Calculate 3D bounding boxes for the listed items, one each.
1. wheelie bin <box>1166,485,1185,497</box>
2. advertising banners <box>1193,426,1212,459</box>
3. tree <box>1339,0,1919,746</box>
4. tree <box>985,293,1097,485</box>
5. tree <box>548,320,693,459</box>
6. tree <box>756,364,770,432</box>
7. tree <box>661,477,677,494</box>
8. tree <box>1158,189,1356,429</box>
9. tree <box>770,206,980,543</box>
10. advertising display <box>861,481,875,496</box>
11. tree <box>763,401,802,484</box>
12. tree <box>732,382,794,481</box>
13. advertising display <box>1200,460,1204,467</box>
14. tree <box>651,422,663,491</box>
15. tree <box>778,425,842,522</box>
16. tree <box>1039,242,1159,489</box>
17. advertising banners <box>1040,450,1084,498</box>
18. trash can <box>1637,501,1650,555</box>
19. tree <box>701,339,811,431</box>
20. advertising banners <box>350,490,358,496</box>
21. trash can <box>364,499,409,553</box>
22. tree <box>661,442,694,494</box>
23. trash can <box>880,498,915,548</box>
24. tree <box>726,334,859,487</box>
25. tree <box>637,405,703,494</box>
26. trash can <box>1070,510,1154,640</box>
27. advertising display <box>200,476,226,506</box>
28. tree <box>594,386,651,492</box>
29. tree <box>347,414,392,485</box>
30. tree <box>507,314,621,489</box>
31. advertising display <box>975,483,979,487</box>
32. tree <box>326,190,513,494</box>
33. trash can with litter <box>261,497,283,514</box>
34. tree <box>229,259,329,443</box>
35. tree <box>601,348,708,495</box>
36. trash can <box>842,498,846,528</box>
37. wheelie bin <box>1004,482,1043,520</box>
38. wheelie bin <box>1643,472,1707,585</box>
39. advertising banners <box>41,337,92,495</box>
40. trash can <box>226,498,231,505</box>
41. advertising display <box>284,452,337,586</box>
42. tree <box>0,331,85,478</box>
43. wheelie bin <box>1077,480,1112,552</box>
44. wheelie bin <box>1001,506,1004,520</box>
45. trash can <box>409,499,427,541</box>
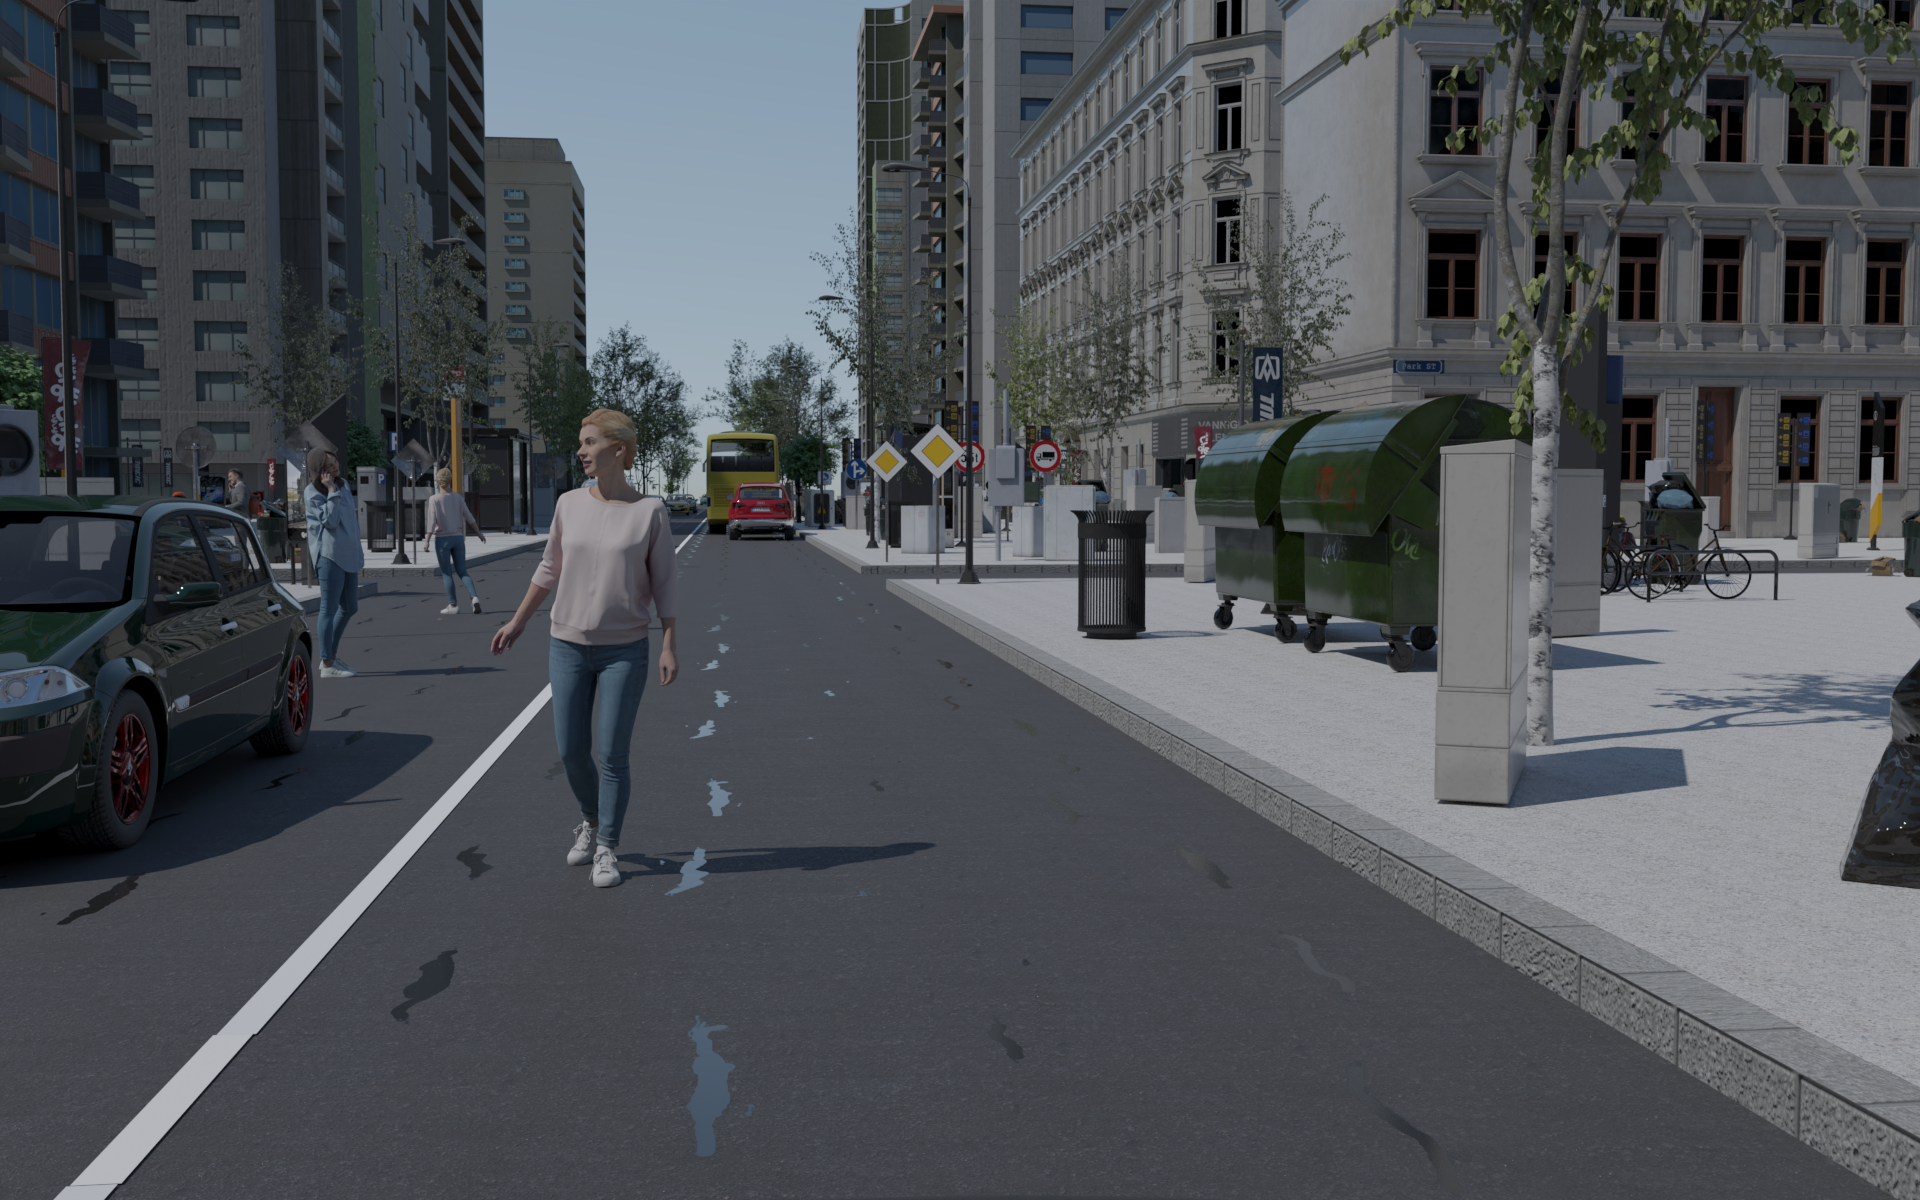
[{"bbox_3d":[7.522,-3.178,59.861,0.693,1.594,0.980,2,4,34],"label":"wheelie bin"},{"bbox_3d":[6.911,-2.937,44.213,2.074,3.025,0.090,2,4,30],"label":"advertising banners"},{"bbox_3d":[3.199,-3.564,8.632,4.737,8.622,4.395,0,3,0],"label":"tree"},{"bbox_3d":[2.803,-6.895,63.104,4.737,8.622,4.395,0,3,0],"label":"tree"},{"bbox_3d":[-18.676,-9.689,92.820,7.601,10.594,8.767,2,4,25],"label":"tree"},{"bbox_3d":[-8.572,-8.544,90.057,4.360,8.622,3.978,0,3,0],"label":"tree"},{"bbox_3d":[-30.443,-11.493,182.504,1.663,3.219,1.824,0,3,0],"label":"tree"},{"bbox_3d":[7.468,-5.550,41.101,4.360,8.622,3.978,0,3,0],"label":"tree"},{"bbox_3d":[-1.941,-5.786,44.958,4.360,8.622,3.978,0,3,0],"label":"tree"},{"bbox_3d":[-4.612,-5.065,88.031,0.974,1.923,0.123,1,4,13],"label":"advertising display"},{"bbox_3d":[-13.323,-11.171,133.010,4.737,8.622,4.395,0,3,0],"label":"tree"},{"bbox_3d":[-19.512,-15.618,173.477,7.486,12.596,7.792,0,3,0],"label":"tree"},{"bbox_3d":[4.881,-1.710,33.170,0.123,1.923,0.974,3,4,38],"label":"advertising display"},{"bbox_3d":[-22.646,-10.492,121.900,4.360,8.622,3.978,0,3,0],"label":"tree"},{"bbox_3d":[-6.974,-5.970,81.315,4.285,4.588,4.351,0,3,0],"label":"tree"},{"bbox_3d":[4.266,-6.177,51.350,4.360,8.622,3.978,0,3,0],"label":"tree"},{"bbox_3d":[3.930,-4.395,68.052,2.074,3.025,0.090,-1,4,-21],"label":"advertising banners"},{"bbox_3d":[14.761,-1.536,36.767,0.748,1.137,0.748,0,3,0],"label":"trash can"},{"bbox_3d":[-24.827,-21.800,212.312,12.611,20.169,13.585,0,3,0],"label":"tree"},{"bbox_3d":[-22.170,-4.093,63.112,2.074,3.025,0.090,-2,4,-29],"label":"advertising banners"},{"bbox_3d":[-12.723,-1.616,38.082,0.748,1.137,0.748,0,3,0],"label":"trash can"},{"bbox_3d":[-40.248,-17.996,244.600,4.737,8.622,4.395,0,3,0],"label":"tree"},{"bbox_3d":[-1.437,-1.812,41.284,0.748,1.137,0.748,0,3,0],"label":"trash can"},{"bbox_3d":[-9.160,-10.186,100.949,7.601,10.594,8.767,2,4,31],"label":"tree"},{"bbox_3d":[-33.081,-16.590,197.003,9.928,11.665,9.643,0,3,0],"label":"tree"},{"bbox_3d":[1.355,-0.232,15.454,0.748,1.137,0.748,0,3,0],"label":"trash can"},{"bbox_3d":[-27.373,-3.563,63.475,0.974,1.923,0.123,1,4,12],"label":"advertising display"},{"bbox_3d":[-21.976,-9.789,110.420,4.360,8.622,3.978,0,3,0],"label":"tree"},{"bbox_3d":[-23.328,-5.008,65.594,4.285,4.588,4.351,0,3,0],"label":"tree"},{"bbox_3d":[-16.584,-7.366,70.802,4.737,8.622,4.395,0,3,0],"label":"tree"},{"bbox_3d":[0.599,-5.593,96.659,0.974,1.923,0.123,0,4,2],"label":"advertising display"},{"bbox_3d":[-12.749,-5.610,42.089,4.360,8.622,3.978,0,3,0],"label":"tree"},{"bbox_3d":[-16.383,-1.873,41.689,1.678,1.210,2.233,1,4,15],"label":"trash can with litter"},{"bbox_3d":[-20.427,-6.345,54.101,4.360,8.622,3.978,0,3,0],"label":"tree"},{"bbox_3d":[-26.147,-14.267,143.638,12.009,13.543,11.850,0,3,0],"label":"tree"},{"bbox_3d":[-4.153,-3.317,65.878,0.748,1.137,0.748,0,3,0],"label":"trash can"},{"bbox_3d":[1.705,-2.231,44.380,0.980,1.594,0.693,0,4,7],"label":"wheelie bin"},{"bbox_3d":[10.135,-1.021,24.605,0.693,1.594,0.980,0,4,-3],"label":"wheelie bin"},{"bbox_3d":[-10.582,-1.394,18.984,2.074,3.025,0.090,-3,5,-43],"label":"advertising banners"},{"bbox_3d":[-27.730,-3.278,65.253,0.748,1.137,0.748,0,3,0],"label":"trash can"},{"bbox_3d":[-9.082,-1.164,24.253,0.974,1.923,0.123,2,4,32],"label":"advertising display"},{"bbox_3d":[-18.477,-3.019,33.079,4.285,4.588,4.351,0,3,0],"label":"tree"},{"bbox_3d":[2.926,-1.876,38.582,0.980,1.594,0.693,2,4,32],"label":"wheelie bin"},{"bbox_3d":[2.239,-4.842,87.079,0.980,1.594,0.693,1,4,17],"label":"wheelie bin"},{"bbox_3d":[-14.947,-2.185,47.377,0.748,1.137,0.748,0,3,0],"label":"trash can"}]
